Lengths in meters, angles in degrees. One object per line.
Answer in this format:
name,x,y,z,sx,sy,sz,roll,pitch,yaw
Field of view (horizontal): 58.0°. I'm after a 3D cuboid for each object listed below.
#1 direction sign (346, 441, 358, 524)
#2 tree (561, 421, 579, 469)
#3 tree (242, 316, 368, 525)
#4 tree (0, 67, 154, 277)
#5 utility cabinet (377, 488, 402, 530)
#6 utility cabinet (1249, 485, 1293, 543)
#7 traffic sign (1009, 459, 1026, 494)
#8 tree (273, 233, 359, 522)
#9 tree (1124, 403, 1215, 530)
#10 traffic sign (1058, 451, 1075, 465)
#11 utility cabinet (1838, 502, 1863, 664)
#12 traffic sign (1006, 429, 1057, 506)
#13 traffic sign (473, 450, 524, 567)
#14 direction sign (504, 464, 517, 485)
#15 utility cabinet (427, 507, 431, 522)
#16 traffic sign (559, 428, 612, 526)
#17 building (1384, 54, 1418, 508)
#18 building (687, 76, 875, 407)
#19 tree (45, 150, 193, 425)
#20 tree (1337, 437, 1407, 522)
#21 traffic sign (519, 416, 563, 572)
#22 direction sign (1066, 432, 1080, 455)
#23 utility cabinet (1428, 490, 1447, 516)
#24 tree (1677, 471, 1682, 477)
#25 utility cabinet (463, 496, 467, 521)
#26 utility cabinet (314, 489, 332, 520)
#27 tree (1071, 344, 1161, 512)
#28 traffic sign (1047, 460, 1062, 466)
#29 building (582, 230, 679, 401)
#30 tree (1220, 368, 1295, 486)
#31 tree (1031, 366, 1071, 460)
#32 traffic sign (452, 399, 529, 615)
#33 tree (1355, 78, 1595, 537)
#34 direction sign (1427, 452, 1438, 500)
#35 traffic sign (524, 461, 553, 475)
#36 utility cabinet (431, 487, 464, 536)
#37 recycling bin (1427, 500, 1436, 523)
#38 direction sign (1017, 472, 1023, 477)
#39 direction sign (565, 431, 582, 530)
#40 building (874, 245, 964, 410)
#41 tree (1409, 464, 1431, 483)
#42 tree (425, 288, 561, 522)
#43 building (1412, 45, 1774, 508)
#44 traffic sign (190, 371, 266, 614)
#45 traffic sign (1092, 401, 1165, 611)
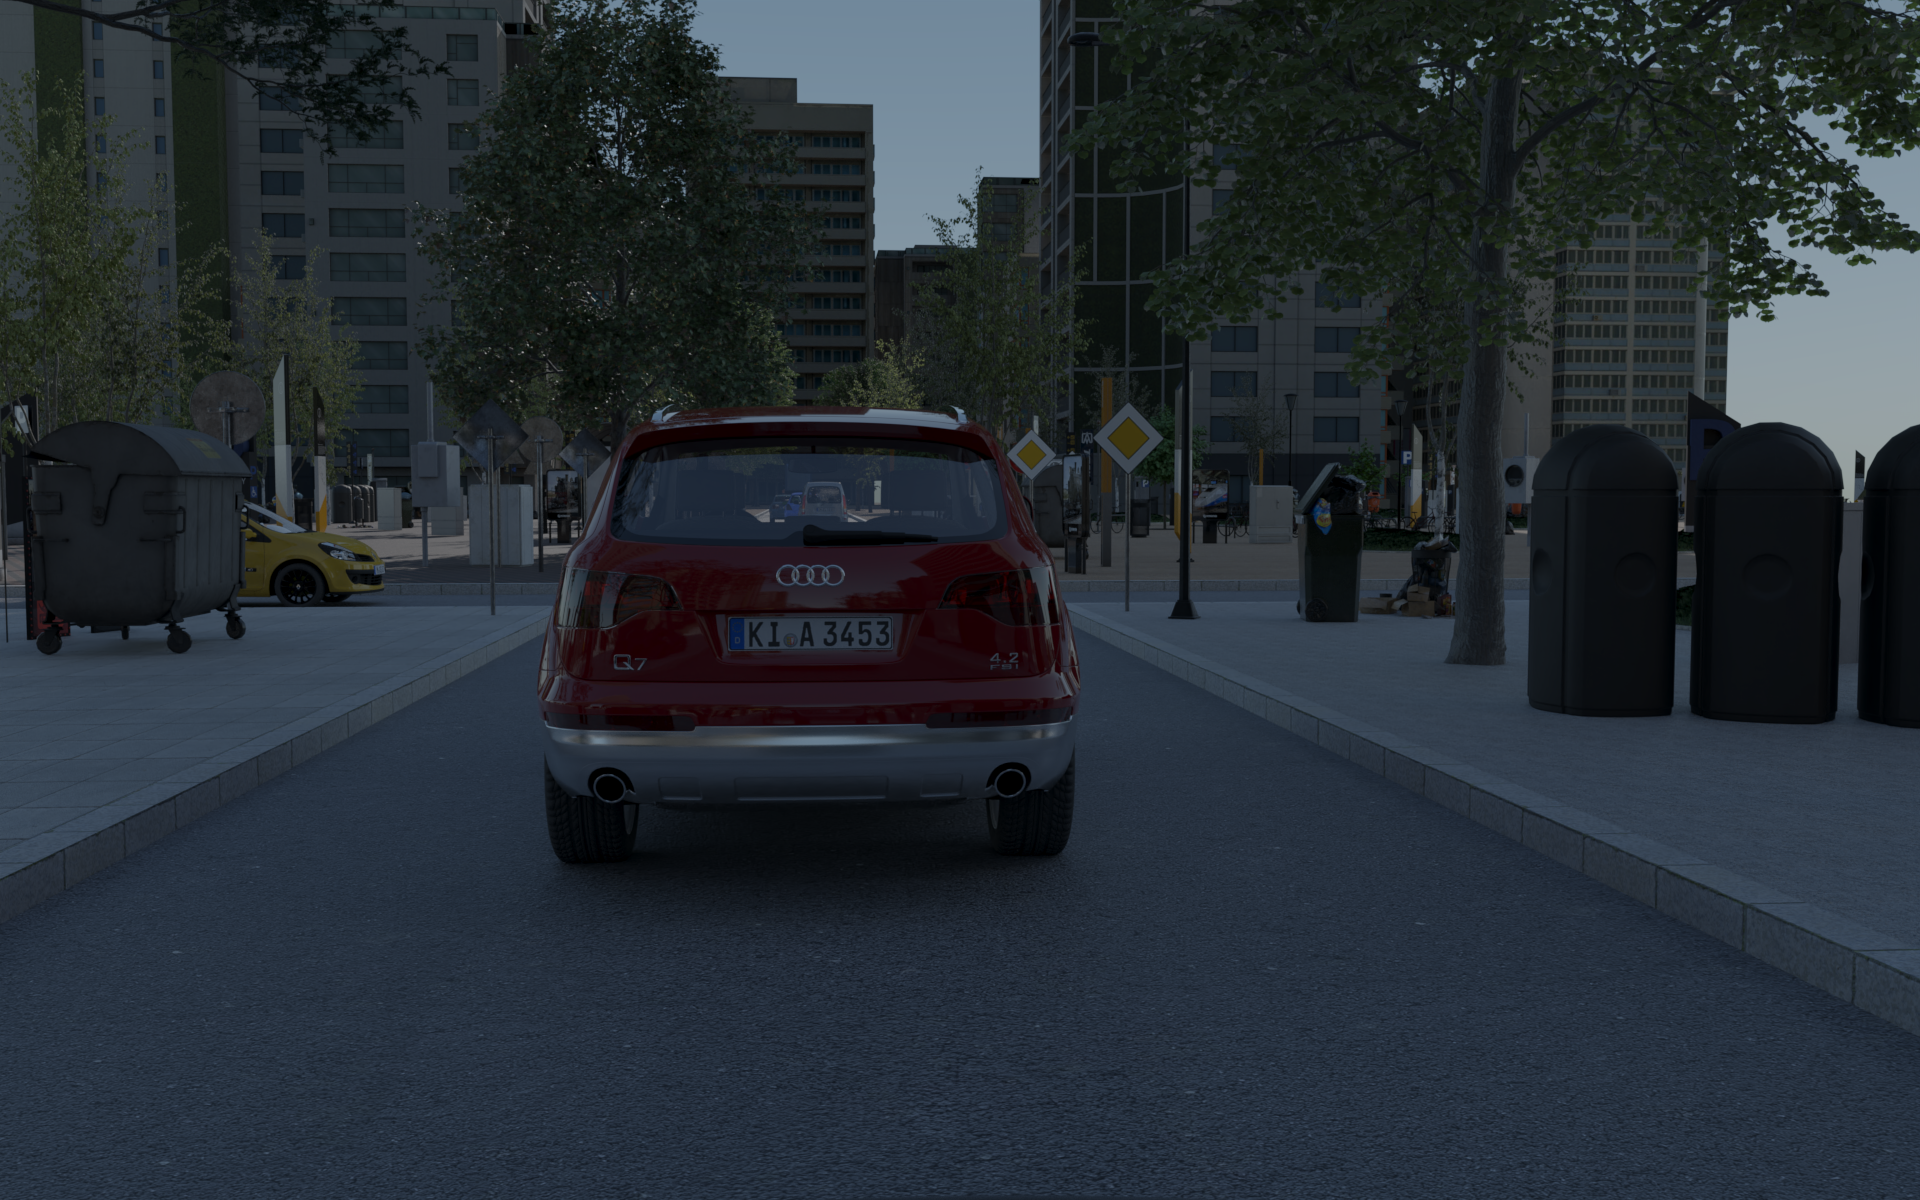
direction sign,-26.092,-5.038,74.374,0.876,3.537,0.379,3,5,43
tree,-18.976,-7.953,80.398,4.737,8.622,4.395,0,3,0
tree,-26.084,-7.360,70.699,4.737,8.622,4.395,0,3,0
tree,-15.890,-4.844,29.568,4.737,8.622,4.395,0,3,0
utility cabinet,-20.009,-3.187,60.781,1.173,1.500,0.318,3,5,44
utility cabinet,8.035,-2.203,44.690,1.173,1.500,0.318,-2,4,-28
traffic sign,1.607,-2.643,43.314,0.768,2.556,0.104,0,4,4
tree,-18.542,-5.959,47.787,4.360,8.622,3.978,0,3,0
tree,7.493,-4.819,62.502,4.285,4.588,4.351,0,3,0
traffic sign,2.992,-2.755,46.227,0.795,2.450,0.064,0,4,-1
utility cabinet,6.387,-0.117,13.078,1.020,1.237,0.306,-2,4,-24
traffic sign,1.102,-1.418,26.831,0.795,2.450,0.064,0,4,-5
traffic sign,-8.053,-1.848,30.218,0.884,2.594,0.081,0,4,-3
direction sign,-17.560,-4.629,67.675,0.876,3.537,0.379,3,5,44
utility cabinet,-24.079,-4.182,79.537,0.306,1.237,1.020,3,5,45
traffic sign,-5.667,-1.382,26.238,0.795,2.450,0.064,0,4,-5
building,29.960,-32.717,158.626,21.600,48.544,21.300,0,4,-5
building,-21.164,-35.582,205.470,21.600,48.544,21.300,0,4,-5
tree,-18.311,-5.365,38.088,4.360,8.622,3.978,0,3,0
tree,13.739,-3.908,58.500,1.663,3.219,1.824,0,3,0
traffic sign,-6.870,-1.726,28.326,0.768,2.556,0.104,0,4,3
direction sign,4.311,-4.359,63.268,0.876,3.537,0.379,1,4,12
utility cabinet,27.691,-5.628,100.697,1.173,1.500,0.318,0,4,1
tree,28.772,-4.436,67.125,1.663,3.219,1.824,0,3,0
utility cabinet,-24.090,-4.405,83.181,1.020,1.237,0.306,3,4,38
utility cabinet,-30.511,-4.561,83.254,0.318,1.500,1.173,1,4,18
tree,7.724,-8.204,84.494,4.360,8.622,3.978,0,3,0
traffic sign,2.825,-3.021,51.526,0.606,2.300,0.079,0,4,0
building,-44.340,-31.619,208.857,23.993,40.220,32.217,0,4,-5
tree,17.414,-9.265,101.843,4.360,8.622,3.978,0,3,0
tree,4.538,-9.173,100.340,4.360,8.622,3.978,0,3,0
traffic sign,-4.943,-0.896,18.285,0.795,2.450,0.064,0,4,-5
tree,8.718,-4.897,30.424,4.360,8.622,3.978,0,3,0
direction sign,25.265,-6.146,92.480,0.876,3.537,0.379,-2,4,-33
traffic sign,-11.464,-2.893,47.304,0.884,2.594,0.081,0,4,-4
utility cabinet,-15.615,-2.697,52.767,1.173,1.500,0.318,2,4,35
recycling bin,20.595,-3.903,76.368,0.722,1.027,0.722,-2,4,-24
direction sign,2.986,-5.455,81.189,0.379,3.537,0.876,-3,5,-40
direction sign,-13.634,-4.274,61.876,0.876,3.537,0.379,0,4,-7
building,-3.011,-26.421,203.679,14.107,30.474,14.160,0,4,-5
tree,20.843,-5.183,79.337,1.663,3.219,1.824,0,3,0
tree,-16.359,-6.660,59.254,4.737,8.622,4.395,0,3,0
building,53.090,-28.401,156.242,23.993,40.220,32.217,0,4,-5
traffic sign,-7.569,-1.090,17.921,0.768,2.556,0.104,0,4,-3
traffic sign,1.825,-0.932,18.878,0.795,2.450,0.064,0,4,-5
